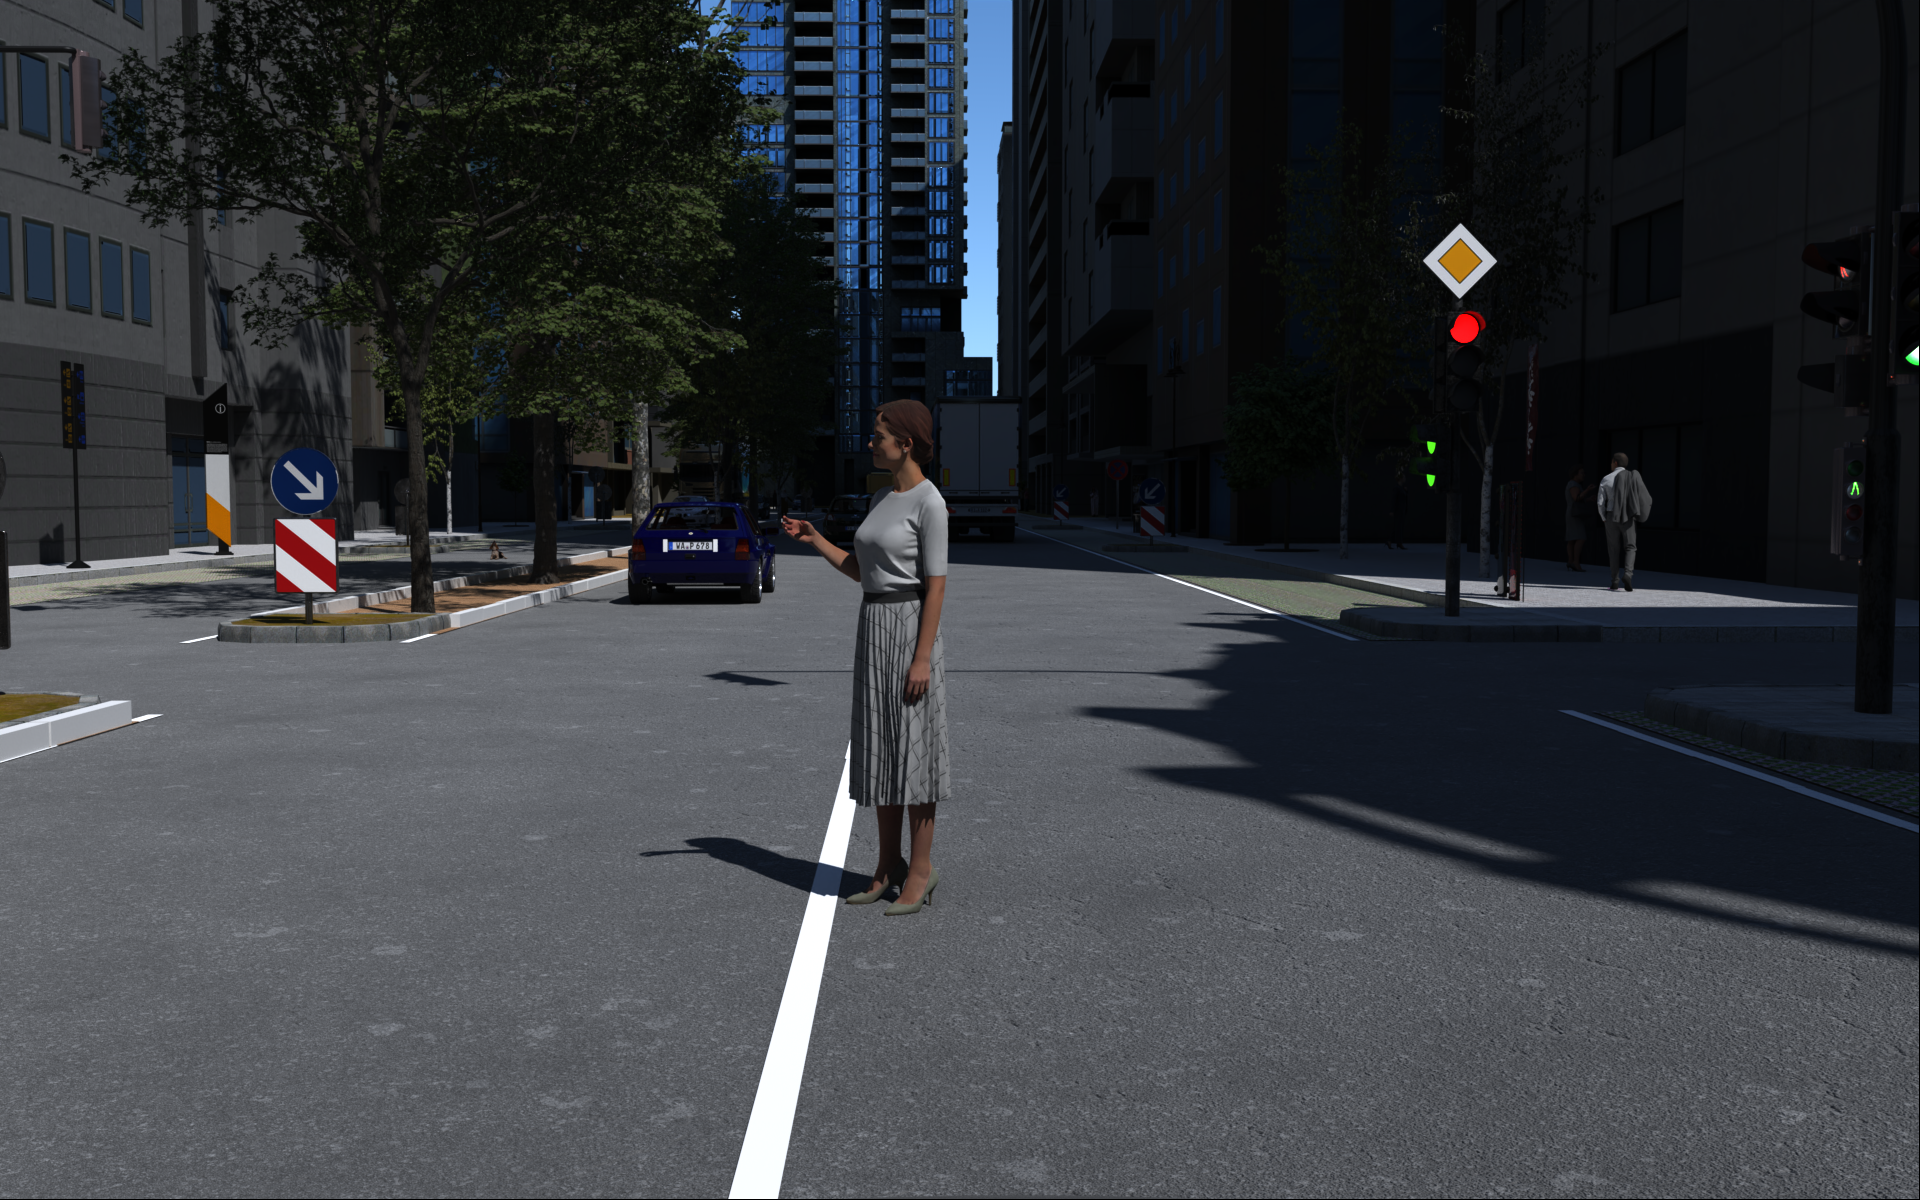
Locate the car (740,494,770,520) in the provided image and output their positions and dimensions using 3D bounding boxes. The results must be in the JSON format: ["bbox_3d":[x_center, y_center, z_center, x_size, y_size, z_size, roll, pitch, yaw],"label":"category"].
[{"bbox_3d":[-11.725,-5.382,97.777,2.009,1.686,4.222,0,4,-1],"label":"car"}]

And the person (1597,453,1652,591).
[{"bbox_3d":[8.819,-1.031,23.000,0.679,1.850,0.850,1,4,17],"label":"person"}]

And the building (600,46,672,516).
[{"bbox_3d":[-30.050,-27.633,106.423,22.147,44.769,28.867,0,4,-1],"label":"building"}]

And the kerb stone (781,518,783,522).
[{"bbox_3d":[-9.195,-4.005,87.677,0.120,0.150,1.000,0,4,-1],"label":"kerb stone"}]

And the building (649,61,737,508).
[{"bbox_3d":[-32.277,-28.103,151.361,23.993,40.220,32.217,0,4,-1],"label":"building"}]

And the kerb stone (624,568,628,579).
[{"bbox_3d":[-5.660,-0.431,29.239,0.120,0.150,1.000,0,4,-1],"label":"kerb stone"}]

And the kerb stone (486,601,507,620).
[{"bbox_3d":[-5.440,0.144,20.011,0.120,0.150,1.000,0,4,-1],"label":"kerb stone"}]

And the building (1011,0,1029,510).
[{"bbox_3d":[15.102,-37.406,153.582,21.231,58.520,28.212,0,4,-1],"label":"building"}]

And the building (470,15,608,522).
[{"bbox_3d":[-25.540,-26.540,84.044,14.600,45.320,14.200,0,4,-1],"label":"building"}]

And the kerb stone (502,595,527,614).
[{"bbox_3d":[-5.458,0.071,21.034,0.120,0.150,1.000,0,4,-1],"label":"kerb stone"}]

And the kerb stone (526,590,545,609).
[{"bbox_3d":[-5.483,0.008,22.058,0.120,0.150,1.000,0,4,-1],"label":"kerb stone"}]

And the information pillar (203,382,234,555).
[{"bbox_3d":[-15.529,-2.745,36.229,0.504,3.616,0.183,-3,5,-41],"label":"information pillar"}]

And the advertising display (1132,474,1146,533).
[{"bbox_3d":[5.891,-3.170,57.041,0.123,1.923,0.974,-1,4,-15],"label":"advertising display"}]

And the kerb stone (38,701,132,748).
[{"bbox_3d":[-5.193,0.730,10.257,0.120,0.150,1.000,0,4,-1],"label":"kerb stone"}]

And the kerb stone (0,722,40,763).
[{"bbox_3d":[-5.169,0.793,9.235,0.120,0.150,1.000,0,4,-1],"label":"kerb stone"}]

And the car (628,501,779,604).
[{"bbox_3d":[-3.517,-0.700,24.021,1.945,1.354,3.894,0,4,-2],"label":"car"}]

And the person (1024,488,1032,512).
[{"bbox_3d":[4.935,-7.267,125.580,0.721,1.743,1.217,2,4,26],"label":"person"}]

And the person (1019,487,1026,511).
[{"bbox_3d":[4.641,-7.607,130.421,0.705,1.823,1.348,2,4,33],"label":"person"}]

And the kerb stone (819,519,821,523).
[{"bbox_3d":[-7.017,-3.812,84.590,0.120,0.150,1.000,0,4,-1],"label":"kerb stone"}]

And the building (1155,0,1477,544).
[{"bbox_3d":[13.565,-24.481,50.371,14.600,45.320,14.200,0,4,-1],"label":"building"}]

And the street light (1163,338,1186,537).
[{"bbox_3d":[6.366,-4.815,51.507,0.468,5.910,1.993,0,4,-1],"label":"street light"}]

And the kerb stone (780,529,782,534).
[{"bbox_3d":[-6.442,-2.367,60.998,0.120,0.150,1.000,0,4,-1],"label":"kerb stone"}]

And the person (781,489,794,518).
[{"bbox_3d":[-9.563,-5.237,94.848,0.721,1.736,1.217,3,5,41],"label":"person"}]

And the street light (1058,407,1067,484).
[{"bbox_3d":[5.430,-7.306,92.237,0.468,5.910,1.993,0,4,-1],"label":"street light"}]

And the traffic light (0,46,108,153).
[{"bbox_3d":[-11.214,-2.632,17.703,4.771,5.953,1.251,0,4,-1],"label":"traffic light"}]

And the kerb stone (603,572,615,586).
[{"bbox_3d":[-5.609,-0.303,27.188,0.120,0.150,1.000,0,4,-1],"label":"kerb stone"}]

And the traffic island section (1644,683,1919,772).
[{"bbox_3d":[5.389,0.738,10.215,2.009,0.180,2.903,0,4,-1],"label":"traffic island section"}]

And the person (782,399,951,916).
[{"bbox_3d":[-0.291,0.191,5.955,0.524,1.755,0.480,-3,4,-37],"label":"person"}]

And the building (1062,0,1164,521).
[{"bbox_3d":[19.146,-29.960,79.083,28.713,52.752,27.495,0,4,-1],"label":"building"}]

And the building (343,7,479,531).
[{"bbox_3d":[-26.302,-23.147,62.042,14.154,41.232,14.086,0,4,-1],"label":"building"}]

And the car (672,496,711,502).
[{"bbox_3d":[-11.756,-3.867,75.581,2.083,1.381,4.827,0,4,-1],"label":"car"}]

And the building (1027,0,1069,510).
[{"bbox_3d":[16.385,-30.908,129.051,21.300,48.544,21.600,0,4,-1],"label":"building"}]

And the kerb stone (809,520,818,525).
[{"bbox_3d":[-6.971,-3.690,82.528,0.120,0.150,1.000,0,4,-1],"label":"kerb stone"}]

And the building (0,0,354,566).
[{"bbox_3d":[-27.072,-29.993,32.393,21.231,58.520,28.212,0,4,-1],"label":"building"}]

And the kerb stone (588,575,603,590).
[{"bbox_3d":[-5.582,-0.242,26.166,0.120,0.150,1.000,0,4,-1],"label":"kerb stone"}]

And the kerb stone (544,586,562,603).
[{"bbox_3d":[-5.501,-0.052,23.080,0.120,0.150,1.000,0,4,-1],"label":"kerb stone"}]

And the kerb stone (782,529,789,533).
[{"bbox_3d":[-6.511,-2.558,64.069,0.120,0.150,1.000,0,4,-1],"label":"kerb stone"}]

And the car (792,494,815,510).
[{"bbox_3d":[-13.973,-8.720,154.577,2.014,1.417,4.499,0,4,0],"label":"car"}]

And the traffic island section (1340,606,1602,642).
[{"bbox_3d":[5.193,0.250,18.198,2.009,0.180,2.903,0,4,-1],"label":"traffic island section"}]

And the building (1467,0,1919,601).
[{"bbox_3d":[21.654,-35.966,26.291,20.611,71.187,20.563,0,4,-1],"label":"building"}]

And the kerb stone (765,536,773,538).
[{"bbox_3d":[-6.365,-2.186,57.930,0.120,0.150,1.000,0,4,-1],"label":"kerb stone"}]

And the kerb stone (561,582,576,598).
[{"bbox_3d":[-5.538,-0.118,24.117,0.120,0.150,1.000,0,4,-1],"label":"kerb stone"}]

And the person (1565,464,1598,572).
[{"bbox_3d":[10.279,-1.360,28.636,0.532,1.782,0.716,1,4,21],"label":"person"}]

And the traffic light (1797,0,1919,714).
[{"bbox_3d":[3.259,-2.155,9.908,4.771,5.953,1.251,0,4,-1],"label":"traffic light"}]

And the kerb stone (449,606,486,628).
[{"bbox_3d":[-5.410,0.196,18.987,0.120,0.150,1.000,0,4,-1],"label":"kerb stone"}]

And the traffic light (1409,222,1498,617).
[{"bbox_3d":[5.153,-1.784,18.083,0.839,4.253,0.868,0,4,-1],"label":"traffic light"}]

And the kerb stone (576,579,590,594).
[{"bbox_3d":[-5.566,-0.180,25.144,0.120,0.150,1.000,0,4,-1],"label":"kerb stone"}]

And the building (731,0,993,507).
[{"bbox_3d":[-12.334,-53.479,187.049,31.000,86.520,22.319,0,4,-1],"label":"building"}]

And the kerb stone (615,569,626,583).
[{"bbox_3d":[-5.634,-0.367,28.213,0.120,0.150,1.000,0,4,-1],"label":"kerb stone"}]

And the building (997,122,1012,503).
[{"bbox_3d":[11.234,-30.616,184.172,14.086,41.232,14.154,0,4,-1],"label":"building"}]

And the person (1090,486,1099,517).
[{"bbox_3d":[7.499,-5.507,96.759,0.551,1.740,0.621,0,4,6],"label":"person"}]

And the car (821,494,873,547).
[{"bbox_3d":[-2.720,-2.222,46.109,2.009,1.686,4.222,0,4,-2],"label":"car"}]

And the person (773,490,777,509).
[{"bbox_3d":[-16.884,-9.140,158.075,1.348,1.807,0.705,-1,4,-23],"label":"person"}]

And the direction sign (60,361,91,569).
[{"bbox_3d":[-15.273,-2.318,29.902,0.379,3.537,0.876,0,4,-5],"label":"direction sign"}]

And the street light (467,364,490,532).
[{"bbox_3d":[-16.376,-5.270,58.958,0.468,5.910,1.993,0,4,-1],"label":"street light"}]

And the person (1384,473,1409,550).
[{"bbox_3d":[10.124,-2.058,40.106,0.534,1.772,0.576,1,4,10],"label":"person"}]

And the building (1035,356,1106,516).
[{"bbox_3d":[15.604,-40.833,105.863,20.563,71.187,20.611,0,4,-1],"label":"building"}]
